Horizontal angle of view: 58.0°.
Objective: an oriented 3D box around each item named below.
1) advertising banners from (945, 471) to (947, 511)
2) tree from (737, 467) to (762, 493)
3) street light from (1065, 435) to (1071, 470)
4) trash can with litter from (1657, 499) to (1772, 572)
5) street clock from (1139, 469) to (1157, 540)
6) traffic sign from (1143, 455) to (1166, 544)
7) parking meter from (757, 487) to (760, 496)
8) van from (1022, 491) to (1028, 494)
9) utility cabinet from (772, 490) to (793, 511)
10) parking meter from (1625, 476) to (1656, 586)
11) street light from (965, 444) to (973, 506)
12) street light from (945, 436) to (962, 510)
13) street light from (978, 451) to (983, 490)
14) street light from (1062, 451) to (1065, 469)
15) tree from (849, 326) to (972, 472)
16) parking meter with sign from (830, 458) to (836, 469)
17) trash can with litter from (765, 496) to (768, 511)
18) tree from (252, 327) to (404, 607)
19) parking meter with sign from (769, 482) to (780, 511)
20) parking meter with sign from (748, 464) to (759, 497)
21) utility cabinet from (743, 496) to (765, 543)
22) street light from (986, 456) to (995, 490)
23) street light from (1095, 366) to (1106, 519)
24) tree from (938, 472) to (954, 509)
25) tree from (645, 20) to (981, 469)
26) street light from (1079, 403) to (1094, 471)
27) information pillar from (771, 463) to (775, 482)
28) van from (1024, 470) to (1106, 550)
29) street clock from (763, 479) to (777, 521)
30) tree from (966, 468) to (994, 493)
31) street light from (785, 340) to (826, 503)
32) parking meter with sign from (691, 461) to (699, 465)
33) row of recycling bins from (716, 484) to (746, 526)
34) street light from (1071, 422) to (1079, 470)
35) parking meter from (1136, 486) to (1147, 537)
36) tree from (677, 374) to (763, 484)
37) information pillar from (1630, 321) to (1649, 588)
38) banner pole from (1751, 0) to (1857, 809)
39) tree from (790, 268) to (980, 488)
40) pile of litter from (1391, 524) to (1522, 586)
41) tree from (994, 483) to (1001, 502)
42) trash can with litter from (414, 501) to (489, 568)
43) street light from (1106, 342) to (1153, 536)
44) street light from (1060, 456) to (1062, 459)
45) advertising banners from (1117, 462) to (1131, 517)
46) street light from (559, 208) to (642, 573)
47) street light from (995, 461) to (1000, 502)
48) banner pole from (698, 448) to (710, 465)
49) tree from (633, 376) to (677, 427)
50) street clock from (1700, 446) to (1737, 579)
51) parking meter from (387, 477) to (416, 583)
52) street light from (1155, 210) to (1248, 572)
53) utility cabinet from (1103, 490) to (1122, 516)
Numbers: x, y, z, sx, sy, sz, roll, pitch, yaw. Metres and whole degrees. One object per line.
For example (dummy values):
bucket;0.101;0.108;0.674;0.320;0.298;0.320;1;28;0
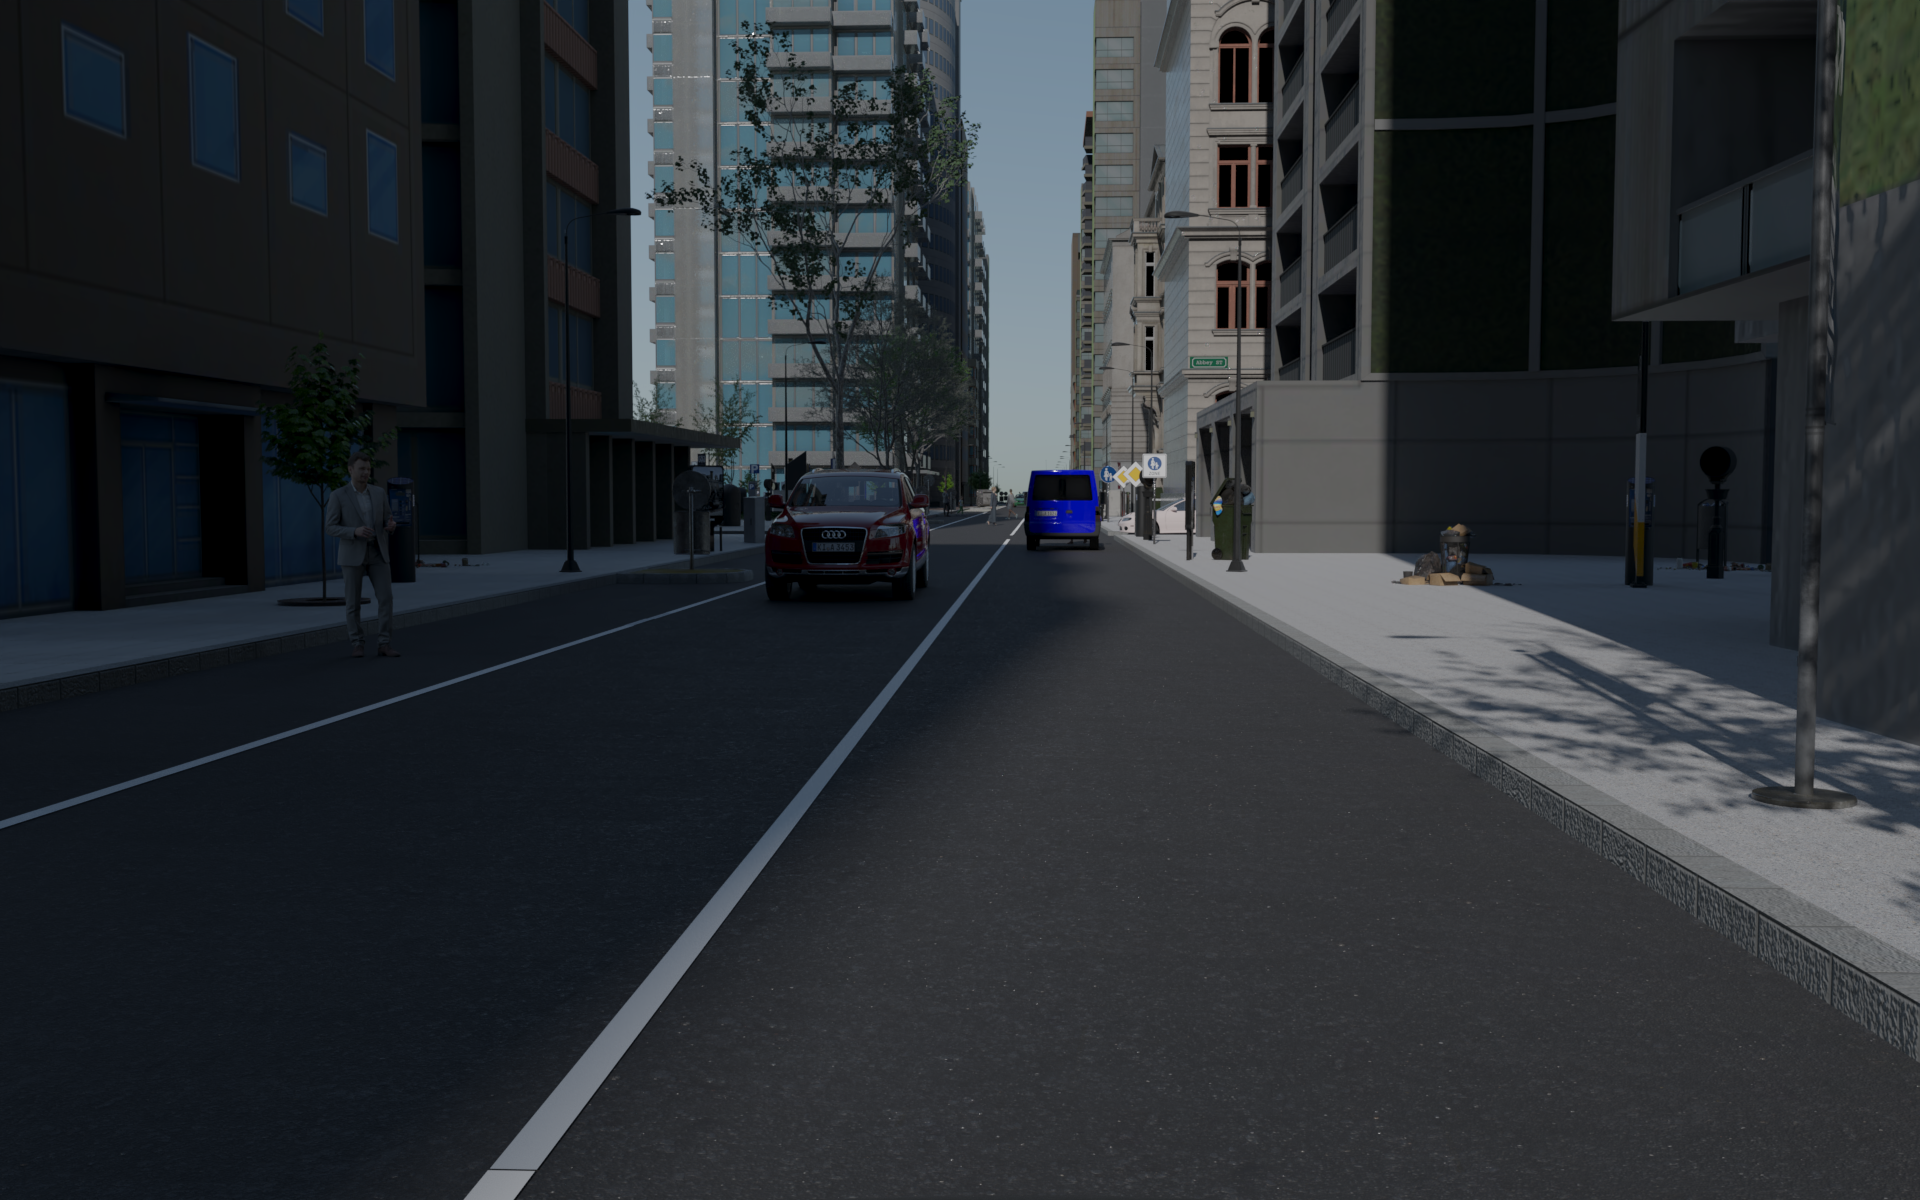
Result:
advertising banners;-1.011;-8.169;129.748;0.090;3.025;2.074;0;4;7
tree;-15.135;-7.894;123.664;1.663;3.219;1.824;0;3;0
street light;9.455;-10.215;139.559;1.470;5.913;1.316;0;4;3
trash can with litter;12.942;-1.103;29.091;1.678;1.210;2.233;-3;4;-37
street clock;5.240;-2.674;48.297;0.471;2.002;0.358;-2;4;-32
traffic sign;4.959;-2.572;44.175;0.606;2.300;0.079;1;4;9
parking meter;-16.003;-8.027;136.950;0.399;1.863;0.255;0;4;-4
van;9.817;-15.135;254.460;2.013;2.044;4.112;0;4;2
utility cabinet;-10.568;-5.781;103.190;1.173;1.500;0.318;-1;4;-13
parking meter;9.563;-0.975;24.353;0.372;1.533;0.369;0;3;0
street light;0.560;-11.592;162.063;1.470;5.913;1.316;0;4;3
street light;-0.560;-10.121;138.021;1.470;5.913;1.316;0;4;3
street light;1.746;-13.099;186.712;1.470;5.913;1.316;0;4;3
street light;10.615;-11.686;163.598;1.470;5.913;1.316;0;4;3
tree;-3.081;-11.006;105.701;9.928;11.665;9.643;0;3;0
parking meter with sign;-5.709;-5.365;83.983;0.543;3.016;1.738;-2;4;-25
trash can with litter;-9.958;-4.940;91.821;1.678;1.210;2.233;2;4;33
tree;-7.324;-1.568;20.233;1.663;3.219;1.824;0;3;0
parking meter with sign;-12.009;-7.063;111.747;1.738;3.016;0.543;-1;4;-20
parking meter with sign;-12.007;-6.351;100.098;0.543;3.016;1.738;0;4;4
utility cabinet;-5.433;-2.110;45.664;0.306;1.237;1.020;-2;4;-23
street light;3.415;-15.201;221.078;1.470;5.913;1.316;0;4;3
street light;5.743;-5.538;63.090;1.470;5.913;1.316;0;4;3
tree;-0.944;-9.571;151.082;1.663;3.219;1.824;0;3;0
tree;-6.393;-13.175;71.302;12.611;20.169;13.585;0;3;0
street light;6.915;-7.063;88.014;1.470;5.913;1.316;0;4;3
information pillar;-14.058;-8.487;130.116;0.183;3.616;0.504;2;4;24
van;2.747;-2.533;45.799;2.240;2.365;5.245;0;4;4
street clock;-9.152;-4.777;82.679;0.358;2.002;0.471;2;4;28
tree;2.449;-14.082;213.946;4.285;4.588;4.351;0;3;0
street light;-4.732;-4.891;52.504;1.470;5.913;1.316;0;4;3
parking meter with sign;-13.567;-5.919;93.029;0.543;3.016;1.738;3;5;42
row of recycling bins;-10.425;-3.762;68.619;3.534;1.692;1.069;-1;4;-23
street light;8.095;-8.533;112.053;1.470;5.913;1.316;0;4;3
parking meter;5.465;-2.663;51.947;0.372;1.533;0.369;0;3;0
tree;-14.207;-9.495;105.599;4.737;8.622;4.395;0;3;0
information pillar;9.340;-1.982;23.757;0.183;3.616;0.504;1;4;15
banner pole;3.653;-1.058;7.318;0.401;3.779;0.863;2;4;33
tree;-4.099;-11.299;95.100;12.009;13.543;11.850;0;3;0
pile of litter;7.044;-0.647;24.544;1.719;0.858;1.176;2;4;33
tree;6.182;-18.481;296.769;1.663;3.219;1.824;0;3;0
trash can with litter;-9.359;-1.186;30.444;2.233;1.210;1.678;-2;4;-29
street light;5.315;-4.924;53.041;1.470;5.913;1.316;0;4;3
street light;11.785;-13.156;187.638;1.470;5.913;1.316;0;4;3
advertising banners;9.055;-6.098;95.891;0.090;3.025;2.074;2;4;25
street light;-5.864;-3.409;28.273;1.470;5.913;1.316;0;4;3
street light;4.569;-16.684;245.328;1.470;5.913;1.316;0;4;3
banner pole;-13.879;-6.376;94.270;0.863;3.779;0.401;-1;4;-18
tree;-19.223;-9.602;107.361;4.737;8.622;4.395;0;3;0
street clock;11.457;-1.324;26.216;0.358;2.002;0.471;-3;5;-43
parking meter;-8.102;-1.022;25.121;0.372;1.533;0.369;0;3;0
street light;4.039;-3.423;28.513;1.470;5.913;1.316;0;4;3
utility cabinet;8.575;-5.489;98.423;1.173;1.500;0.318;1;4;23
